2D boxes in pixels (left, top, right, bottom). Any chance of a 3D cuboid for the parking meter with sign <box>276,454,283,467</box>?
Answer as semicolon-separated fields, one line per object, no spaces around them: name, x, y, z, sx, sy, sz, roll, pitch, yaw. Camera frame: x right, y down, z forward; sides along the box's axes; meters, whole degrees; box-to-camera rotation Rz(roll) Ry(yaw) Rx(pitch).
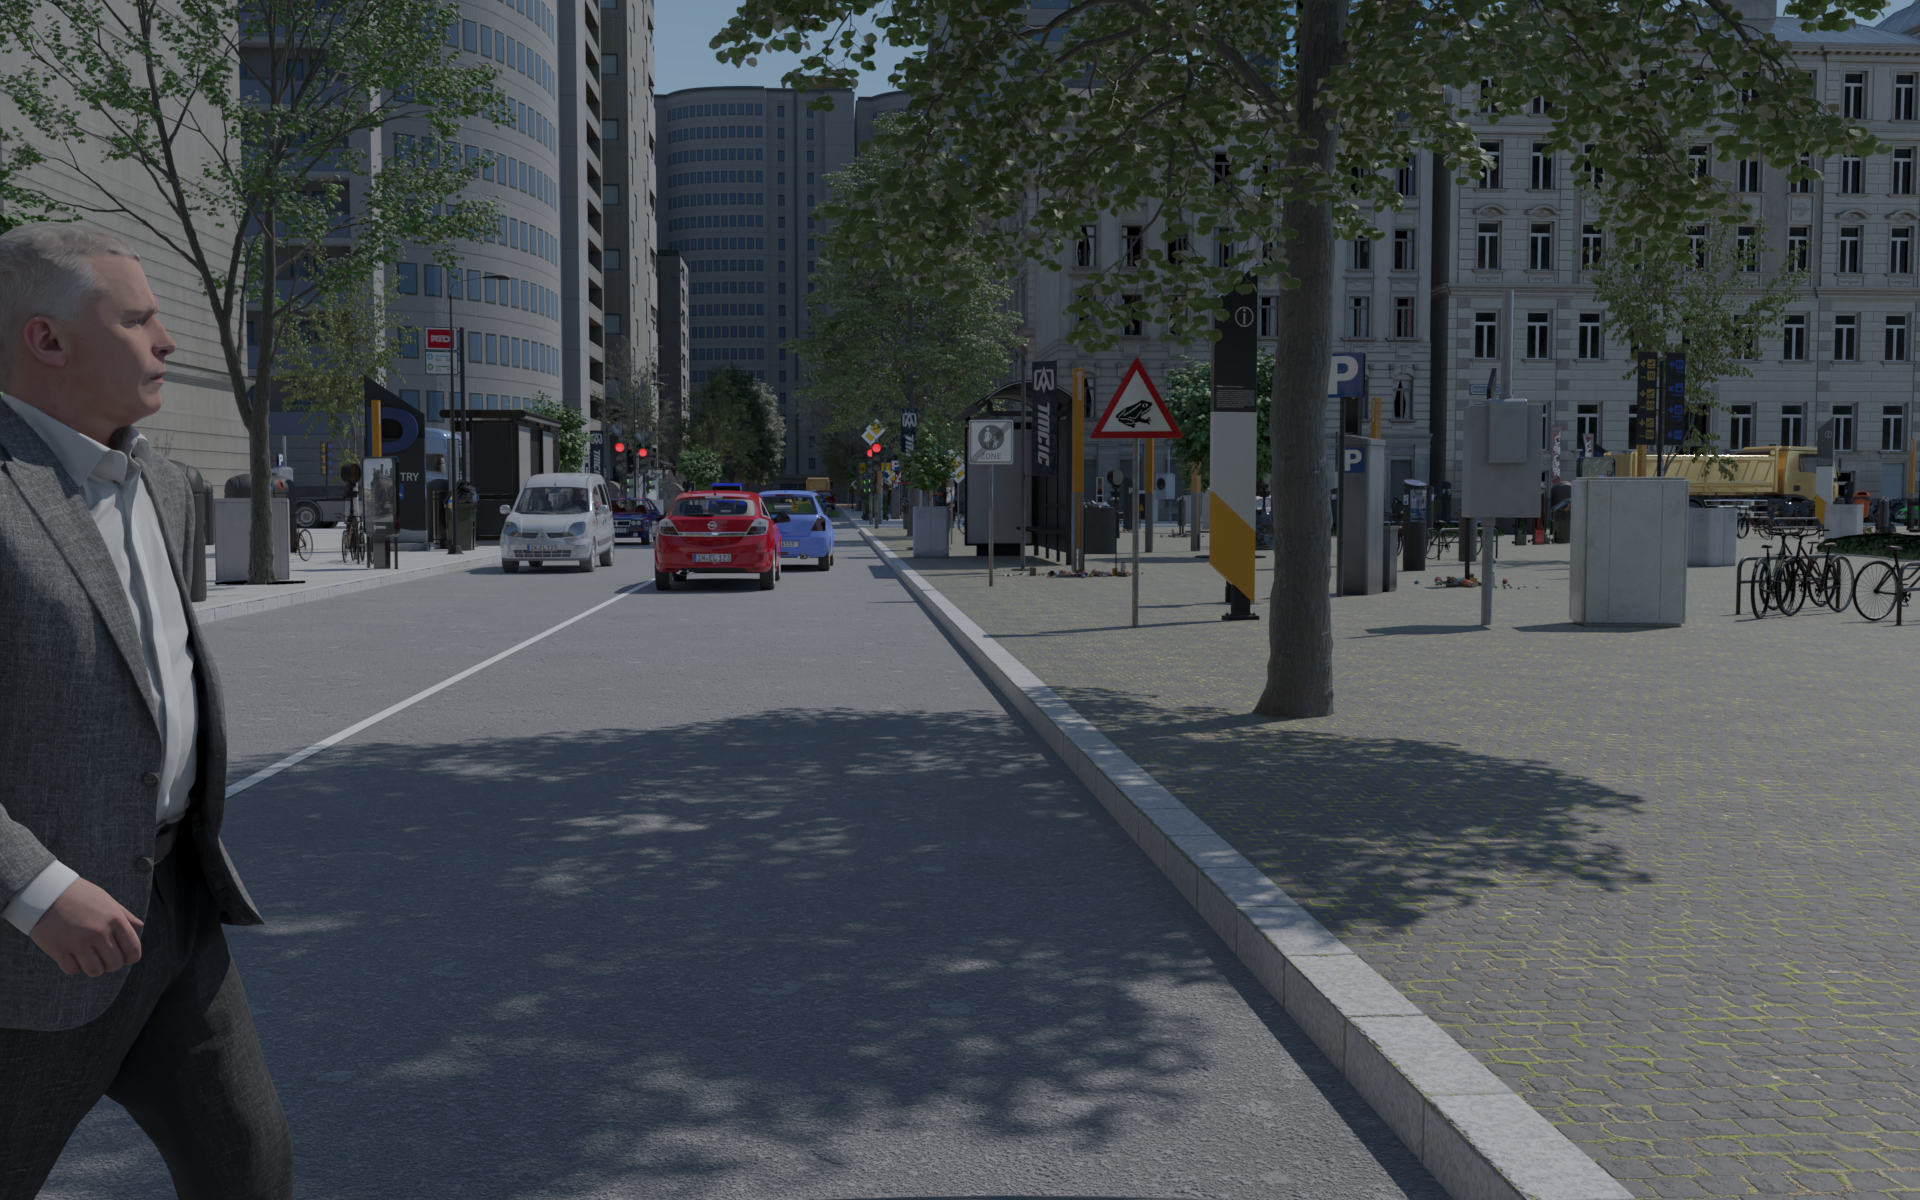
parking meter with sign;-30.103;-4.794;74.647;1.738;3.016;0.543;0;4;0

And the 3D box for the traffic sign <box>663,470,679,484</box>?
traffic sign;-15.205;-5.557;90.853;0.884;2.594;0.081;0;4;2

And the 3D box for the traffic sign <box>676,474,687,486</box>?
traffic sign;-17.371;-6.576;107.624;0.768;2.556;0.104;0;4;3

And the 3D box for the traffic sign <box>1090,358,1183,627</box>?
traffic sign;1.688;-1.017;16.632;0.884;2.594;0.081;0;4;2

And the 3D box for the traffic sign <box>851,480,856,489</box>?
traffic sign;-8.083;-8.152;134.464;0.795;2.450;0.064;0;3;0

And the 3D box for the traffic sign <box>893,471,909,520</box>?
traffic sign;-2.934;-5.339;87.292;0.884;2.594;0.081;0;4;-4

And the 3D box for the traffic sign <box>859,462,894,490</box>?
traffic sign;-5.334;-7.170;111.104;2.265;3.308;0.079;0;4;-4

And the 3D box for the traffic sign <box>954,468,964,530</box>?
traffic sign;-0.064;-3.683;61.401;0.795;2.450;0.064;0;4;2

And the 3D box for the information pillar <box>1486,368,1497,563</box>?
information pillar;9.789;-2.484;31.972;0.183;3.616;0.504;2;4;28

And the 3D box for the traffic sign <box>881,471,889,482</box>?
traffic sign;-4.244;-5.838;95.554;0.768;2.556;0.104;0;4;0

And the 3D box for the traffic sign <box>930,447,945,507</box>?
traffic sign;-0.705;-2.587;42.397;0.768;2.556;0.104;0;4;5

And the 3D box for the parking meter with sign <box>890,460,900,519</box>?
parking meter with sign;-3.295;-5.627;88.264;0.543;3.016;1.738;0;4;-1

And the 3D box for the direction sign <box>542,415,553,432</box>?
direction sign;-11.897;-3.532;49.744;0.379;3.537;0.876;1;4;13

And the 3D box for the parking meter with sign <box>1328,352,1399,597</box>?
parking meter with sign;5.165;-1.586;22.186;0.543;3.016;1.738;2;4;31

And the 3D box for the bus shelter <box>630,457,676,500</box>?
bus shelter;-17.313;-6.361;97.933;2.014;3.302;5.546;0;4;-4

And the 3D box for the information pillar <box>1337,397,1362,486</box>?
information pillar;6.972;-2.410;30.757;0.183;3.616;0.504;-1;4;-20

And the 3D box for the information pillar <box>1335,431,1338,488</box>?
information pillar;14.008;-4.459;64.257;0.183;3.616;0.504;0;4;-2

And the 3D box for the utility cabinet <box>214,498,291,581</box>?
utility cabinet;-10.546;-0.897;25.823;1.020;1.237;0.306;-1;4;-17

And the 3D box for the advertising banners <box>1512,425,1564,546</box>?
advertising banners;14.579;-2.901;43.620;2.074;3.025;0.090;-3;4;-37

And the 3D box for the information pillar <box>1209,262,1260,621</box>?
information pillar;2.783;-1.602;17.545;0.504;3.616;0.183;-1;4;-15

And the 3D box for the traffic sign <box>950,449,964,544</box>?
traffic sign;-0.218;-2.629;44.166;0.795;2.450;0.064;0;4;1

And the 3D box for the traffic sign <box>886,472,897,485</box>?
traffic sign;-3.417;-5.413;89.694;0.795;2.450;0.064;0;4;-1

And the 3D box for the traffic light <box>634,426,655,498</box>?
traffic light;-13.012;-5.043;71.378;0.839;4.253;0.868;0;4;-4

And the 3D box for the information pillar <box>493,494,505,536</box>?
information pillar;-13.658;-2.865;51.337;0.304;2.012;0.304;0;4;-4

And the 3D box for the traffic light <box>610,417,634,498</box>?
traffic light;-12.396;-4.556;63.417;0.839;4.253;0.868;0;4;-4

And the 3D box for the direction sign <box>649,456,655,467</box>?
direction sign;-18.581;-6.874;104.379;0.379;3.537;0.876;-2;4;-34

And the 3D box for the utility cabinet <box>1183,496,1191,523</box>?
utility cabinet;10.065;-3.965;75.991;0.306;1.237;1.020;2;4;25

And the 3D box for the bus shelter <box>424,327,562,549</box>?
bus shelter;-11.948;-4.081;44.357;2.179;5.291;8.768;0;4;-5

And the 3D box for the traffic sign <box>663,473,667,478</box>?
traffic sign;-17.624;-6.266;102.547;0.768;2.556;0.104;0;4;2

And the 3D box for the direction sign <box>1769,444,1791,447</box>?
direction sign;37.122;-5.304;78.721;0.876;3.537;0.379;-1;4;-12

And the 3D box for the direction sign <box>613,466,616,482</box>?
direction sign;-28.296;-9.168;141.886;0.379;3.537;0.876;-2;4;-27

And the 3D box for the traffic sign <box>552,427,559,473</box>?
traffic sign;-12.832;-3.471;50.621;2.265;3.308;0.079;0;4;3

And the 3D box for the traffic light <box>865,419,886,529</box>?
traffic light;-3.114;-4.601;64.148;0.839;4.253;0.868;0;4;-4

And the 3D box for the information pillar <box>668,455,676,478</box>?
information pillar;-17.344;-6.912;104.365;0.183;3.616;0.504;3;5;45

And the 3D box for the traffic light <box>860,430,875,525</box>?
traffic light;-3.729;-5.088;72.109;0.839;4.253;0.868;0;4;-4

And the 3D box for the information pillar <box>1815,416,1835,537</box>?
information pillar;26.069;-3.720;52.174;0.183;3.616;0.504;-3;5;-41

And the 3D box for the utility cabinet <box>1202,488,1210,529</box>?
utility cabinet;9.293;-3.277;62.263;1.173;1.500;0.318;0;4;6

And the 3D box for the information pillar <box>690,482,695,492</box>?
information pillar;-16.052;-6.066;103.674;0.304;2.012;0.304;-2;4;-34

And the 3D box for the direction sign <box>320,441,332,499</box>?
direction sign;-27.120;-5.027;74.194;0.379;3.537;0.876;1;4;10

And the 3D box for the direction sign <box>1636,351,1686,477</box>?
direction sign;11.177;-2.183;27.682;0.876;3.537;0.379;-1;4;-17

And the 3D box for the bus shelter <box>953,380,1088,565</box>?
bus shelter;1.062;-2.417;33.445;2.014;3.302;5.546;0;4;-4

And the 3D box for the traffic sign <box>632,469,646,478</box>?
traffic sign;-16.005;-5.280;86.436;0.768;2.556;0.104;0;4;-3

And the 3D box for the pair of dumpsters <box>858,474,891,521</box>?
pair of dumpsters;-4.185;-5.048;85.034;1.574;2.255;4.437;0;4;-4

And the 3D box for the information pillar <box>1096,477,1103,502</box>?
information pillar;6.115;-4.362;75.809;0.304;2.012;0.304;0;4;2

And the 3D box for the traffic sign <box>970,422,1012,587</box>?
traffic sign;0.429;-1.335;23.960;0.606;2.300;0.079;0;4;1

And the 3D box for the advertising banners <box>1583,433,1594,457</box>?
advertising banners;18.762;-3.325;50.549;2.074;3.025;0.090;-3;4;-36

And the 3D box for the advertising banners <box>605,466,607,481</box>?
advertising banners;-22.095;-6.817;107.642;0.090;3.025;2.074;-1;4;-20
